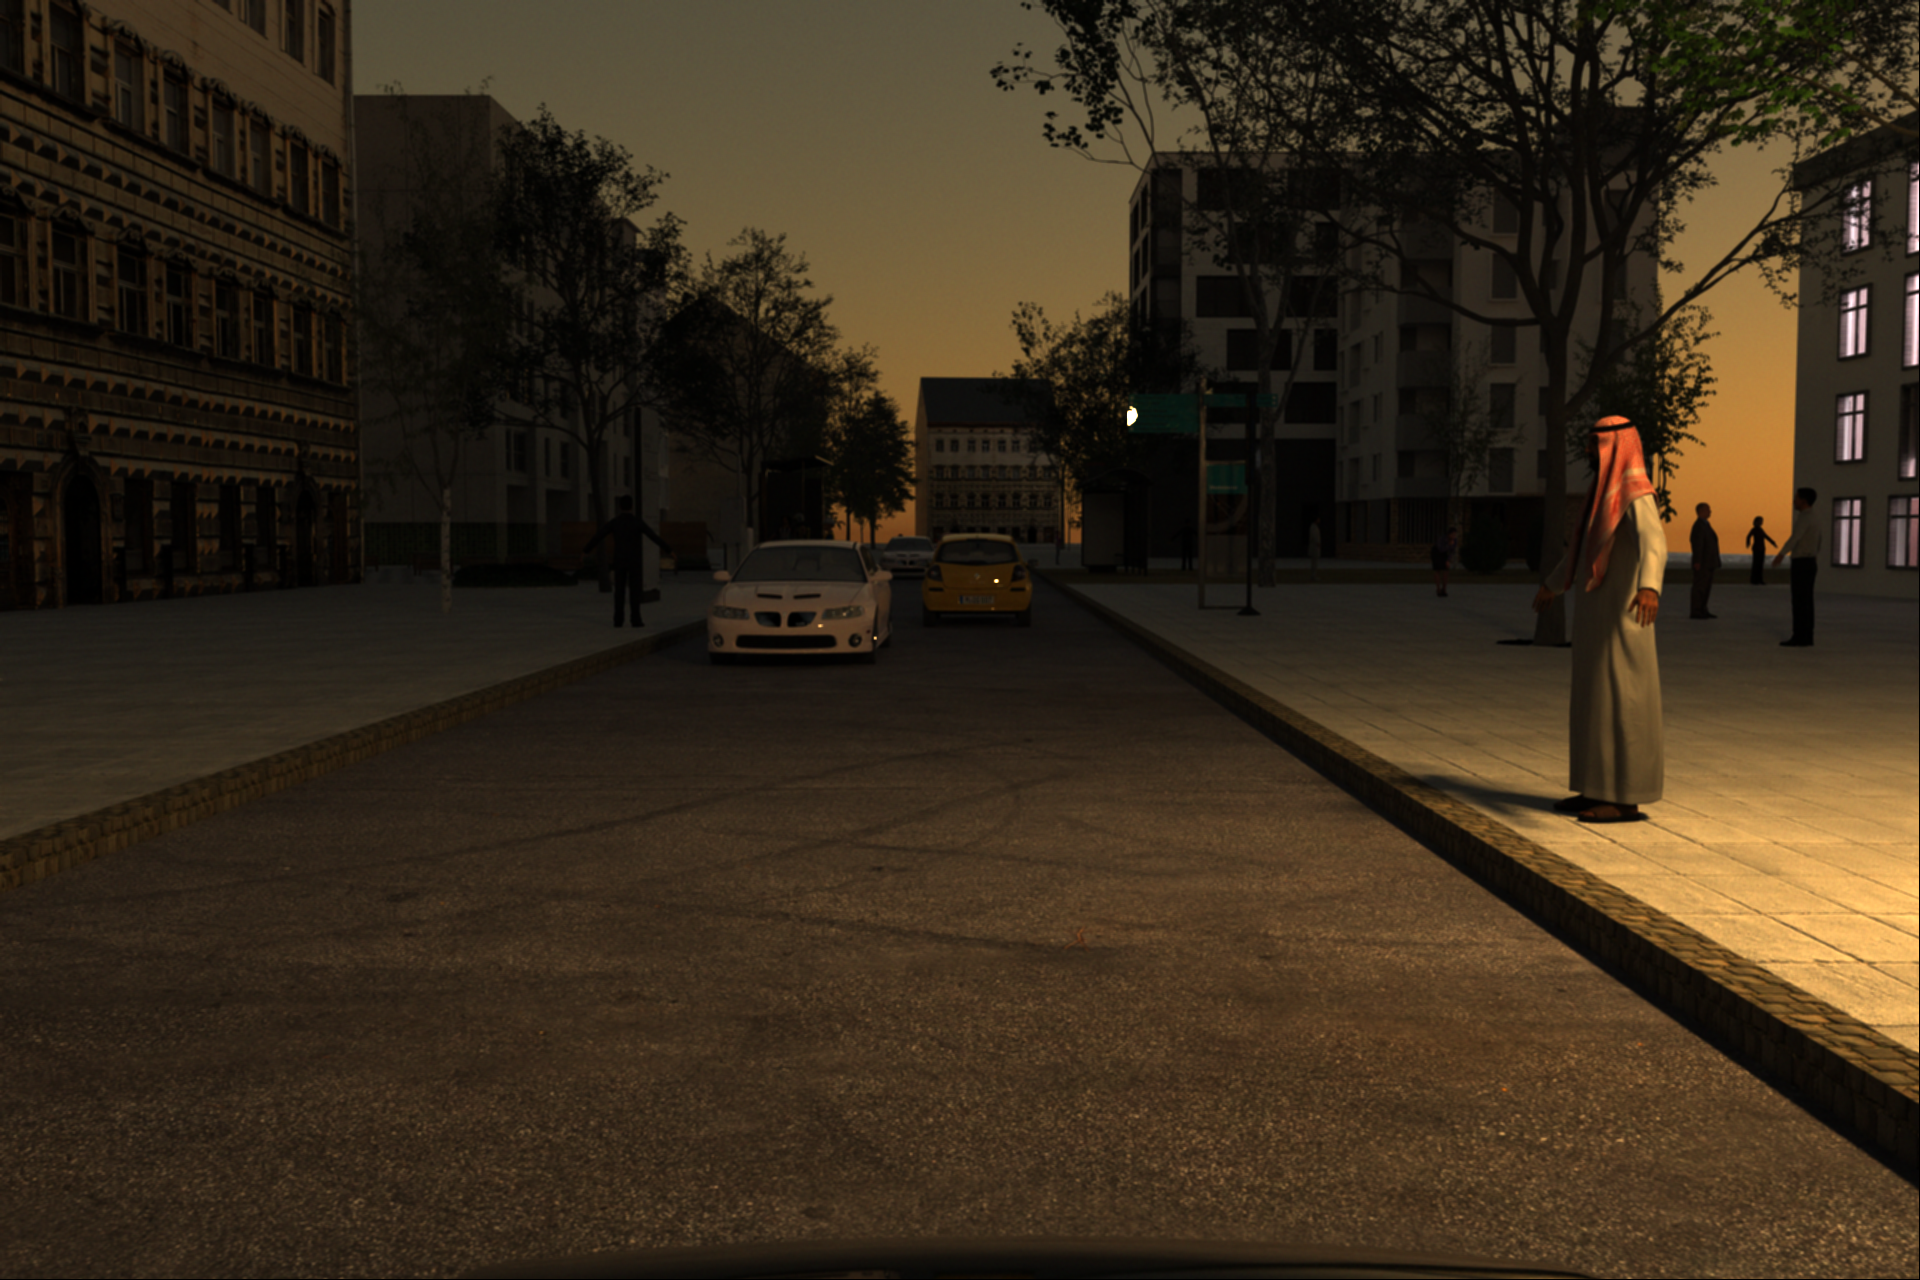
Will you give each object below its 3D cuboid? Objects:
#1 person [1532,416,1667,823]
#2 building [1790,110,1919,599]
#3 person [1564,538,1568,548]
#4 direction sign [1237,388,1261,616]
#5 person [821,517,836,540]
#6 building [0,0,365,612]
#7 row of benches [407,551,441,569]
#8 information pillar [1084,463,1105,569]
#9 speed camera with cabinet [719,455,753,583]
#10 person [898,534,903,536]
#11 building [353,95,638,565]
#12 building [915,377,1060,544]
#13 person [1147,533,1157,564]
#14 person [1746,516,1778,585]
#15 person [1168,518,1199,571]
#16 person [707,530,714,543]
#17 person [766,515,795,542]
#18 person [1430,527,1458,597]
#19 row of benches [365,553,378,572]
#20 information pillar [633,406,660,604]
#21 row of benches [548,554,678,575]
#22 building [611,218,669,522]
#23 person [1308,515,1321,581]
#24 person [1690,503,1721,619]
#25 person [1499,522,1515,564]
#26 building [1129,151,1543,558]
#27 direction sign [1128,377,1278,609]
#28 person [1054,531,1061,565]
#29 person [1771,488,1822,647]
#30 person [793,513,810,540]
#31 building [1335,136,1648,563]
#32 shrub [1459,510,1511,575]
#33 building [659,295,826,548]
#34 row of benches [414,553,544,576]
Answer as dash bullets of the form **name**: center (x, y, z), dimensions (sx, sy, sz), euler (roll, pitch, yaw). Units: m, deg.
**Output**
- **person**: center (2.916, -0.103, 7.834), dimensions (0.704, 1.811, 1.347), euler (0, 4, 0)
- **building**: center (23.345, -5.104, 25.593), dimensions (9.099, 9.664, 28.070), euler (0, 4, 1)
- **person**: center (16.793, -2.591, 48.503), dimensions (0.704, 1.812, 1.346), euler (2, 4, 29)
- **direction sign**: center (4.577, -2.162, 27.344), dimensions (0.379, 3.537, 0.876), euler (0, 4, 1)
- **person**: center (-2.732, -1.587, 34.862), dimensions (0.721, 1.772, 1.216), euler (0, 4, -1)
- **building**: center (-24.756, -12.501, 35.319), dimensions (19.493, 23.208, 18.063), euler (0, 3, 0)
- **row of benches**: center (-19.565, -2.947, 63.651), dimensions (1.422, 0.672, 4.104), euler (-2, 4, -29)
- **information pillar**: center (4.942, -4.520, 63.280), dimensions (0.750, 3.857, 0.750), euler (0, 4, -1)
- **speed camera with cabinet**: center (-5.664, -3.029, 43.852), dimensions (0.660, 3.252, 2.038), euler (0, 4, 1)
- **person**: center (-2.233, -3.132, 62.935), dimensions (0.599, 1.433, 0.991), euler (0, 4, 7)
- **building**: center (-27.259, -13.420, 85.869), dimensions (16.747, 18.905, 31.486), euler (0, 3, 0)
- **building**: center (3.517, -24.982, 241.847), dimensions (18.063, 23.208, 19.493), euler (0, 4, -6)
- **person**: center (7.782, -4.142, 74.000), dimensions (1.348, 1.796, 0.705), euler (-2, 4, -24)
- **person**: center (20.170, -2.251, 43.606), dimensions (1.215, 1.729, 0.721), euler (-2, 4, -32)
- **person**: center (7.969, -3.349, 60.692), dimensions (1.347, 1.837, 0.705), euler (0, 4, 7)
- **person**: center (-11.173, -4.217, 75.081), dimensions (1.348, 1.813, 0.705), euler (2, 4, 31)
- **person**: center (-5.033, -2.685, 50.037), dimensions (1.345, 1.843, 0.704), euler (1, 4, 18)
- **person**: center (9.918, -1.598, 35.396), dimensions (0.421, 1.427, 0.697), euler (-1, 4, -17)
- **row of benches**: center (-21.906, -2.728, 60.065), dimensions (4.104, 0.672, 1.422), euler (2, 4, 28)
- **information pillar**: center (-5.900, -2.526, 32.618), dimensions (0.184, 3.620, 1.656), euler (0, 4, 1)
- **row of benches**: center (-10.884, -2.352, 53.916), dimensions (4.104, 0.672, 1.422), euler (-1, 4, -12)
- **building**: center (-24.852, -15.203, 104.988), dimensions (16.016, 20.090, 11.380), euler (0, 3, 0)
- **person**: center (9.827, -2.546, 47.814), dimensions (0.705, 1.806, 1.347), euler (1, 4, 11)
- **person**: center (11.324, -1.204, 26.282), dimensions (0.434, 1.755, 0.990), euler (3, 5, 40)
- **person**: center (22.836, -4.100, 73.219), dimensions (1.347, 1.806, 0.705), euler (-1, 4, -21)
- **building**: center (24.360, -16.218, 109.147), dimensions (27.936, 21.610, 32.646), euler (0, 4, 0)
- **direction sign**: center (4.113, -2.456, 28.918), dimensions (2.525, 3.948, 1.411), euler (0, 4, 1)
- **person**: center (4.175, -3.884, 72.773), dimensions (0.599, 1.433, 0.991), euler (0, 4, 7)
- **person**: center (9.646, -0.839, 19.872), dimensions (0.704, 1.810, 1.344), euler (3, 5, 42)
- **person**: center (-4.489, -2.592, 48.148), dimensions (0.705, 1.858, 1.354), euler (-1, 4, -14)
- **building**: center (24.727, -14.222, 88.950), dimensions (16.016, 20.090, 11.380), euler (0, 4, 1)
- **shrub**: center (16.626, -3.109, 54.876), dimensions (1.661, 2.075, 1.752), euler (0, 3, 0)
- **building**: center (-22.928, -20.535, 166.668), dimensions (19.493, 23.208, 18.063), euler (0, 3, 0)
- **row of benches**: center (-15.042, -2.390, 54.542), dimensions (4.104, 0.672, 1.422), euler (-2, 4, -31)
